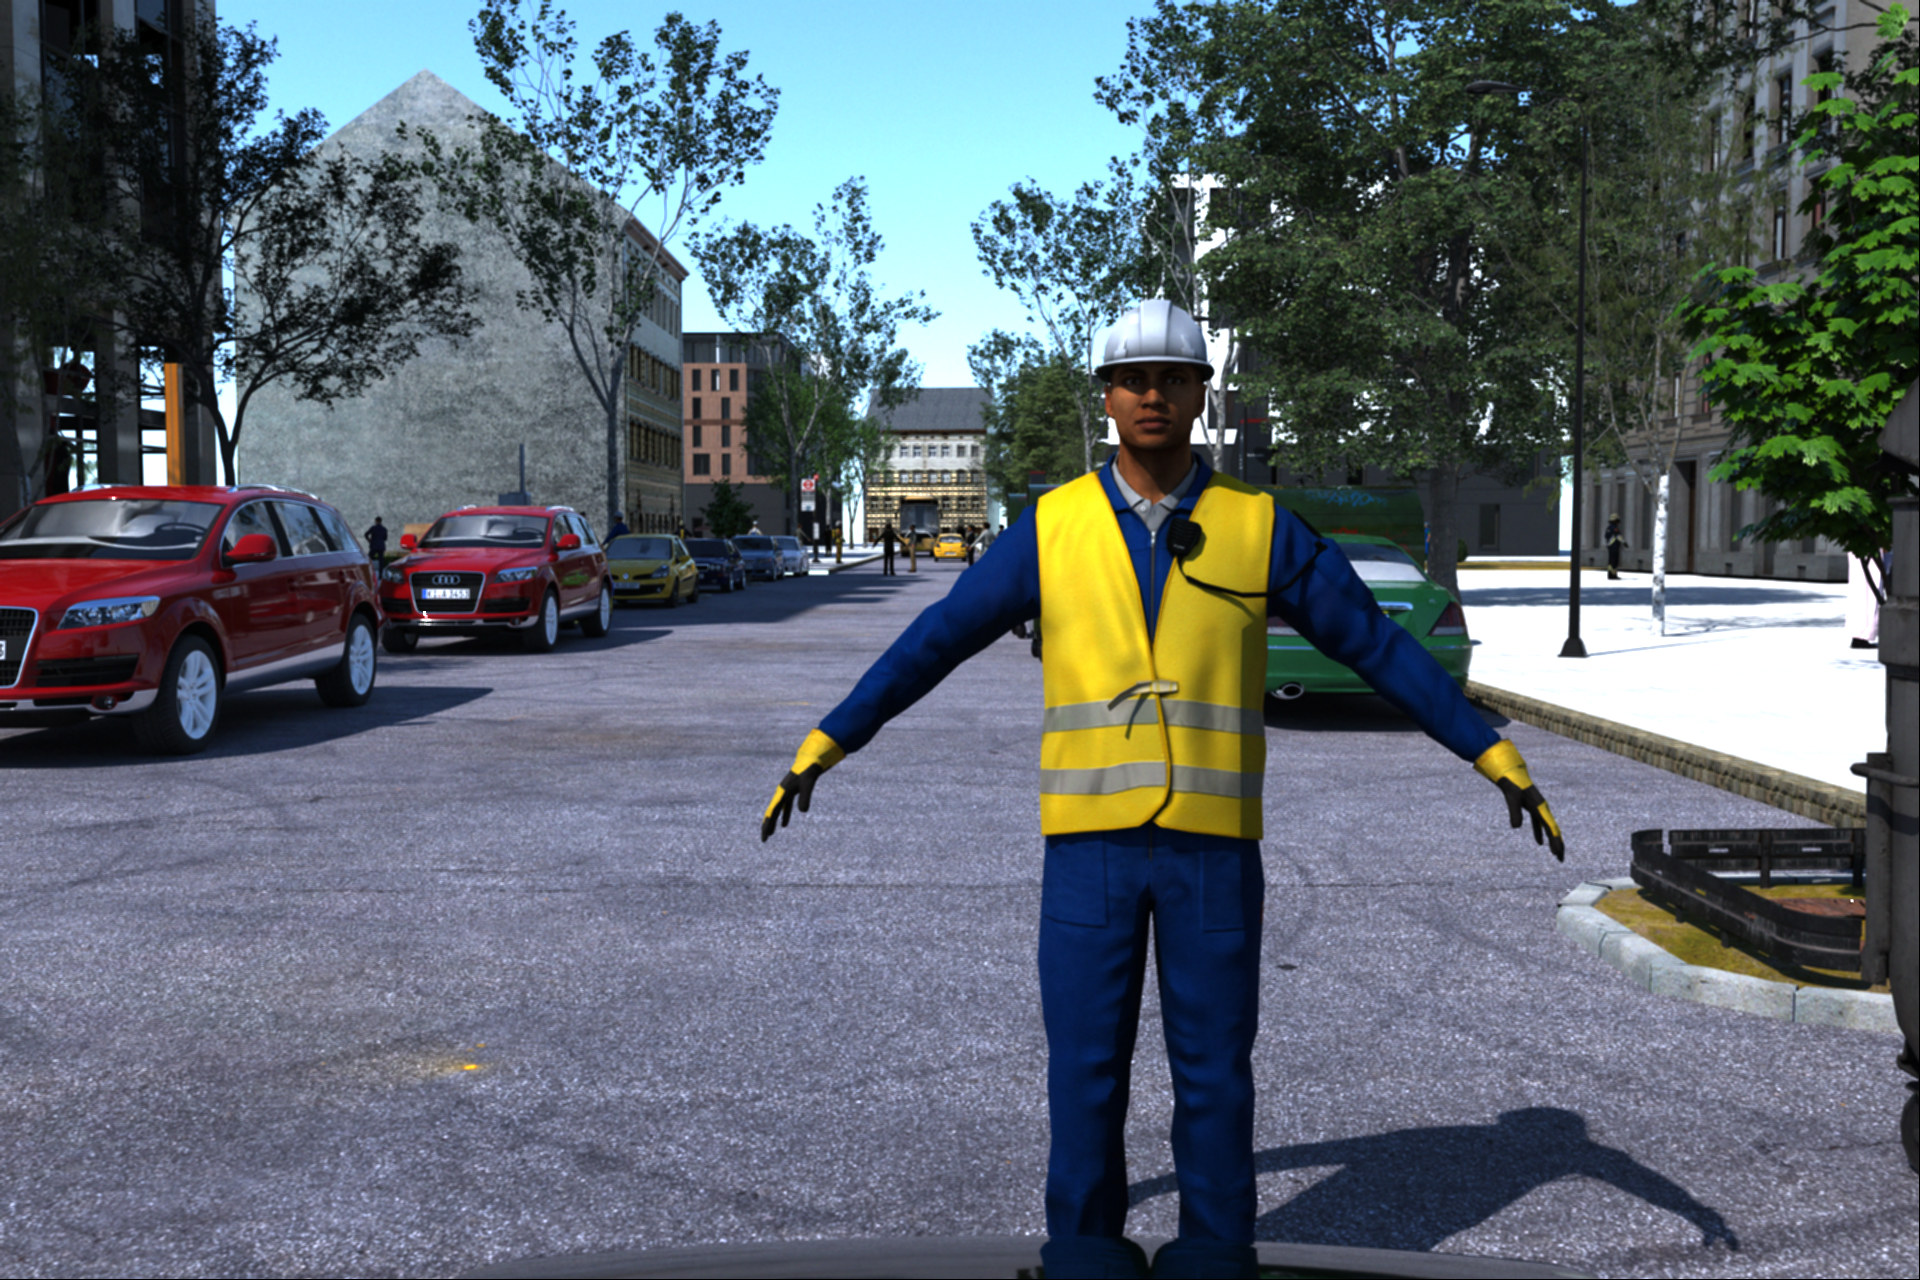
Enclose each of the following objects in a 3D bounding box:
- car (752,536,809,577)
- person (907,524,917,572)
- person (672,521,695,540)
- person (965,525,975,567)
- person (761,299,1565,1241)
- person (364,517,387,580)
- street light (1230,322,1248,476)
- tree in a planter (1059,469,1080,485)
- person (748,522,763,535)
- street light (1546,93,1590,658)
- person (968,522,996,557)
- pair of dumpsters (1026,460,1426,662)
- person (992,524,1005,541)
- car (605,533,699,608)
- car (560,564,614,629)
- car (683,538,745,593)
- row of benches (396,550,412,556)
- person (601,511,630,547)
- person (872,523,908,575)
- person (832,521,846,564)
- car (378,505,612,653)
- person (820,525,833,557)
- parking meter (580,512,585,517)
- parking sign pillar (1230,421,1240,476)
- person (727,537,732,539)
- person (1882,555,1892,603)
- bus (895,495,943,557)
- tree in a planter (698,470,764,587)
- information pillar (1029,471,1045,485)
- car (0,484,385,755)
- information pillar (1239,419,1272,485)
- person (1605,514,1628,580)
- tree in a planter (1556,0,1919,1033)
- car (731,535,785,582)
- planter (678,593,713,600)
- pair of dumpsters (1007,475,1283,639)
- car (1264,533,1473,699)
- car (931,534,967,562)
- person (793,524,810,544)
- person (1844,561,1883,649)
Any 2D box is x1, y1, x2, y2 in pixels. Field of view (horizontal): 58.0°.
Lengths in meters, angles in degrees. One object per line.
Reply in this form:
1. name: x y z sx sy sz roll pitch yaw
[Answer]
1. car: -6.180 -2.847 58.913 2.083 1.381 4.827 0 4 0
2. person: -1.792 -3.432 64.834 0.705 1.796 1.348 -1 4 -11
3. person: -12.048 -4.236 75.044 1.354 1.856 0.705 -1 4 -15
4. person: 0.301 -3.043 58.924 0.721 1.740 1.216 0 4 6
5. person: 0.333 0.331 3.011 1.349 1.833 0.705 0 4 8
6. person: -16.394 -2.567 48.456 0.568 1.767 0.683 3 5 44
7. street light: 6.640 -3.943 37.006 1.470 5.913 1.316 0 4 0
8. tree in a planter: 3.194 -3.050 47.088 1.991 3.239 1.994 0 4 -1
9. person: -8.934 -4.285 75.911 1.347 1.847 0.705 3 4 36
10. street light: 6.961 -2.776 17.933 1.470 5.913 1.316 0 4 0
11. person: 0.836 -2.867 55.518 1.347 1.806 0.705 -3 5 -41
12. pair of dumpsters: 2.931 -0.903 19.718 4.436 2.255 1.574 0 4 -1
13. person: 2.322 -5.626 98.135 0.704 1.843 1.345 3 5 39
14. car: -6.326 -1.498 34.721 2.015 1.641 3.980 0 4 0
15. car: -6.599 -1.077 27.204 1.945 1.707 3.694 0 4 0
16. car: -6.411 -1.881 43.342 1.945 1.354 3.894 0 3 0
17. row of benches: -20.078 -3.232 68.308 4.104 0.672 1.422 -1 4 -15
18. person: -8.438 -2.256 42.764 0.705 1.842 1.347 1 4 22
19. person: -2.449 -3.142 60.009 1.347 1.806 0.705 1 4 20
20. person: -5.189 -4.216 74.707 0.705 1.858 1.354 -1 4 -17
21. car: -5.945 -0.854 22.633 2.281 1.827 5.304 0 4 0
22. person: -7.509 -5.647 98.473 1.346 1.812 0.704 -3 5 -43
23. parking meter: -10.039 -2.431 45.463 0.399 1.863 0.255 0 4 1
24. parking sign pillar: 6.822 -3.265 41.858 1.447 3.967 1.447 0 4 0
25. person: -12.482 -5.370 94.016 0.704 1.802 1.346 -1 4 -9
26. person: 17.209 -1.583 31.799 0.709 1.838 0.599 -3 5 -43
27. bus: -2.532 -7.340 111.562 2.896 3.916 12.252 0 4 0
28. tree in a planter: -6.498 -3.111 48.088 1.991 3.239 1.994 0 4 0
29. information pillar: 3.208 -5.044 71.852 0.750 3.857 0.750 0 3 0
30. car: -5.974 -0.259 12.911 2.281 1.827 5.304 0 4 0
31. information pillar: 6.680 -3.048 39.205 0.750 3.857 0.750 0 3 0
32. person: 18.391 -2.616 48.639 0.704 1.845 1.351 0 4 -1
33. tree in a planter: 3.154 -0.525 5.801 1.991 3.239 1.994 0 3 0
34. car: -6.431 -2.545 53.616 2.014 1.417 4.499 0 4 0
35. planter: -6.550 -1.057 38.429 1.991 0.319 1.994 0 3 0
36. pair of dumpsters: 2.834 -1.178 24.215 4.436 2.255 1.574 0 4 -1
37. car: 2.860 -0.178 14.703 2.131 1.459 4.920 0 4 -1
38. car: -0.510 -4.914 90.562 2.015 1.641 3.980 0 4 -1
39. person: -8.206 -5.049 88.822 1.348 1.796 0.705 3 5 41
40. person: 10.200 -0.778 19.428 0.621 1.740 0.551 -2 4 -33
